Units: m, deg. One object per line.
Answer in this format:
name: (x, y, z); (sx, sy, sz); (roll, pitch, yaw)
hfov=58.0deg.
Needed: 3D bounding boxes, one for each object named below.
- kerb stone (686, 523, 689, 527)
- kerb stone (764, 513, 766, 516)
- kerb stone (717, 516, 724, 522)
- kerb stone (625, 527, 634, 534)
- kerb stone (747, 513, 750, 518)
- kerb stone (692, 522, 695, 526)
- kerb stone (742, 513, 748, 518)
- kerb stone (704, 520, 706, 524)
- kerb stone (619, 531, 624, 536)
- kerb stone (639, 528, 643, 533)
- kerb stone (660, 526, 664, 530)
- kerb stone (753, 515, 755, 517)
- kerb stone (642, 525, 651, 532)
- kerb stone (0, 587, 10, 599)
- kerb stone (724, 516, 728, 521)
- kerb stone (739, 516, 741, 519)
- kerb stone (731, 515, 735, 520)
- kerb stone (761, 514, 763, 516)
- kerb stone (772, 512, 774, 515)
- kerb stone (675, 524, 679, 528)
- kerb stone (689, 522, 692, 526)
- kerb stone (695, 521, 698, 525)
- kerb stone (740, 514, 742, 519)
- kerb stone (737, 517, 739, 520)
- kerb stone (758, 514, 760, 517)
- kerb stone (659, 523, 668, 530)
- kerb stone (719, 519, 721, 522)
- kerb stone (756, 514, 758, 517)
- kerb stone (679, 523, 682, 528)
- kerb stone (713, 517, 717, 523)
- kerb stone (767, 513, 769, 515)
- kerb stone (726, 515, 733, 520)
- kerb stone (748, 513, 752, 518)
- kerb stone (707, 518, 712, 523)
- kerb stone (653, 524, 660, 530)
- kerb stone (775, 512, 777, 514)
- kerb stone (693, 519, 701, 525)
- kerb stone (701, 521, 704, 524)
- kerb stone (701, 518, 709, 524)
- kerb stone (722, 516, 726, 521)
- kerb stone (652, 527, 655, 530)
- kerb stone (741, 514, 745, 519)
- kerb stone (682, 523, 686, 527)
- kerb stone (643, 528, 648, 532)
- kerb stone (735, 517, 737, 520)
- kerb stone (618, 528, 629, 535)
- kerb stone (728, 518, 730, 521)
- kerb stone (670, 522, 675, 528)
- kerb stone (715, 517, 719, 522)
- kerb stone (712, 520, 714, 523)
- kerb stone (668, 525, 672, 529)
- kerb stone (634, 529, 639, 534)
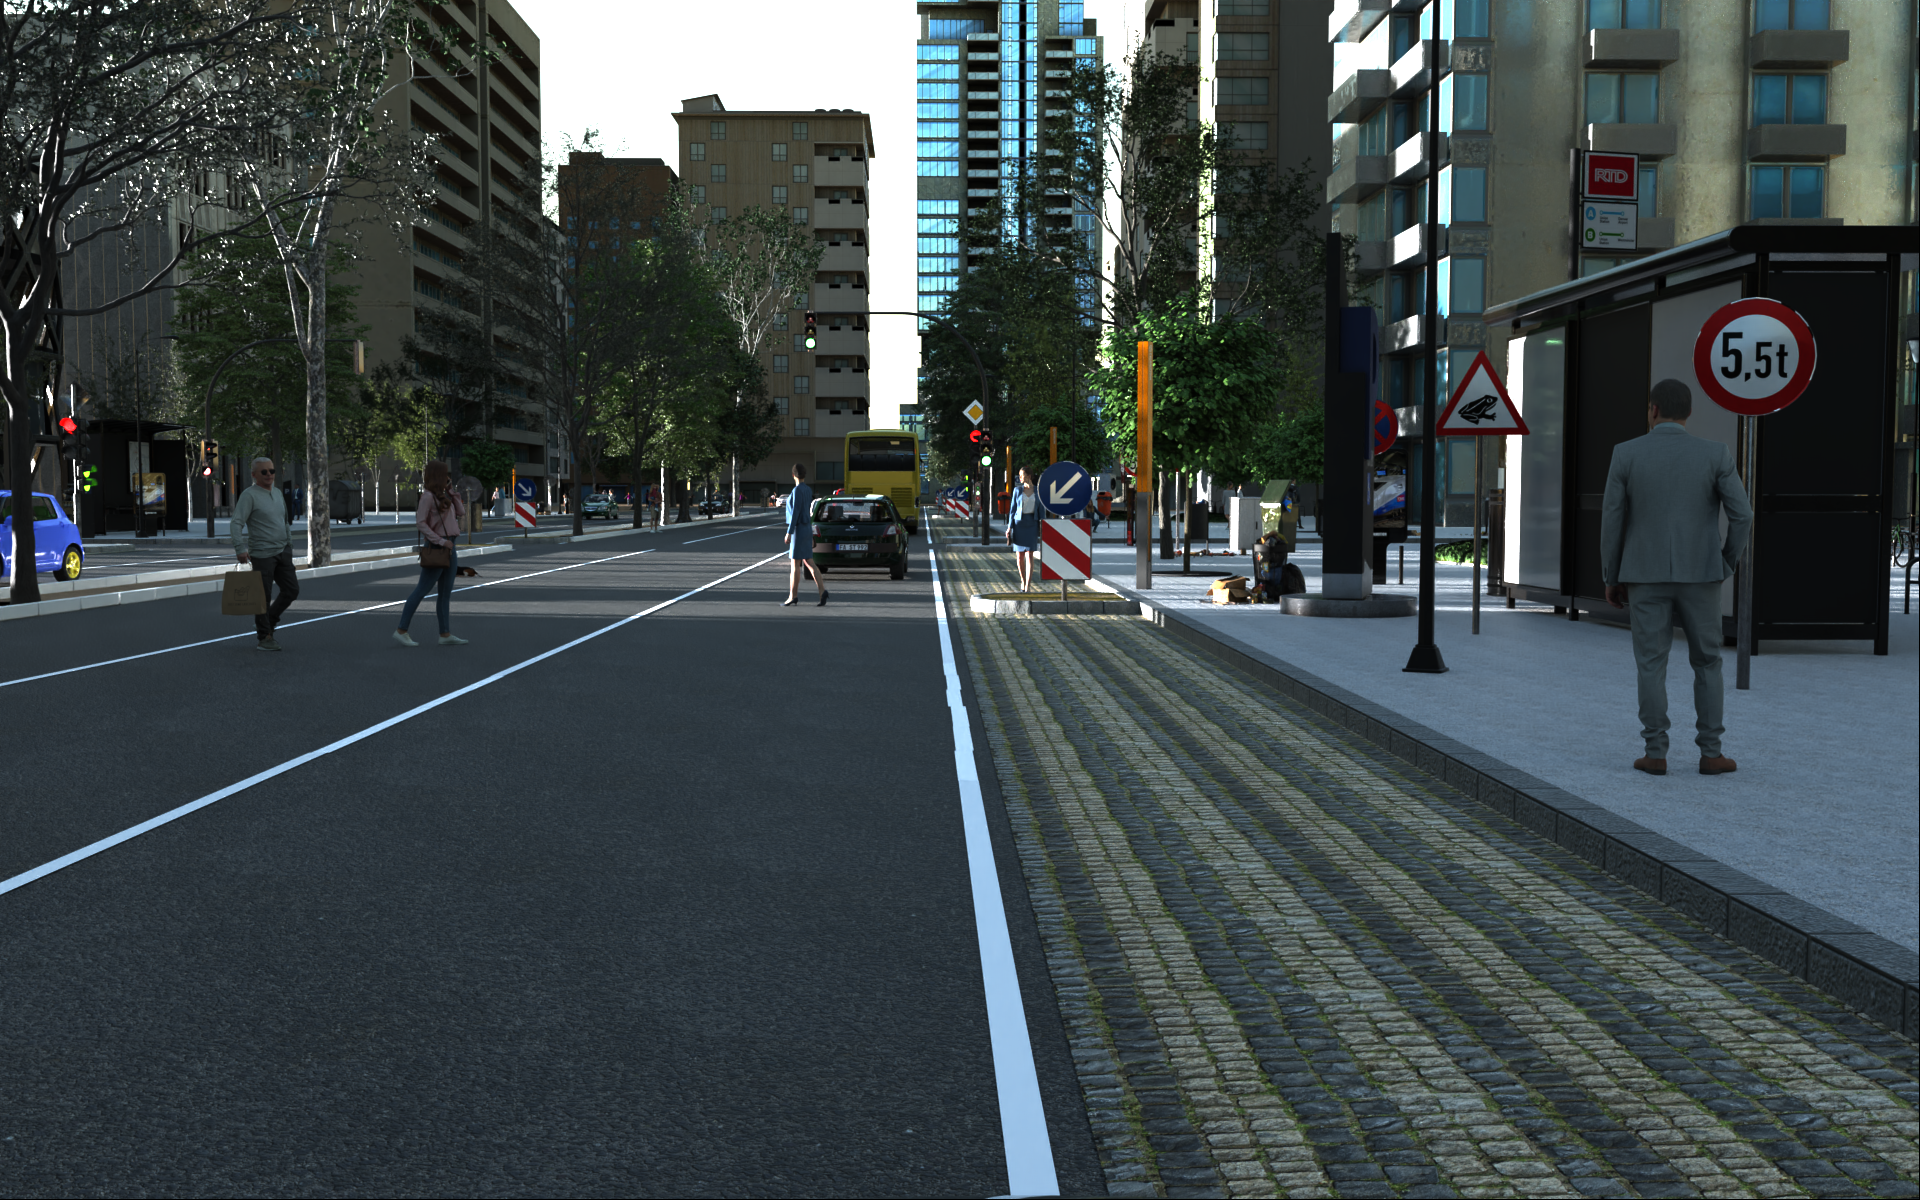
kerb stone: (-12.115, -3.275, 75.791); (0.120, 0.150, 1.000); (0, 4, -1)
kerb stone: (-12.915, -5.531, 112.681); (0.120, 0.150, 1.000); (0, 4, -1)
kerb stone: (-12.404, -4.090, 89.094); (0.120, 0.150, 1.000); (0, 4, -1)
kerb stone: (-11.796, -2.400, 61.431); (0.120, 0.150, 1.000); (0, 4, -1)
kerb stone: (-12.694, -4.907, 102.432); (0.120, 0.150, 1.000); (0, 4, -1)
kerb stone: (-12.148, -3.400, 77.837); (0.120, 0.150, 1.000); (0, 4, -1)
kerb stone: (-12.665, -4.844, 101.401); (0.120, 0.150, 1.000); (0, 4, -1)
kerb stone: (-12.250, -3.649, 81.938); (0.120, 0.150, 1.000); (0, 4, -1)
kerb stone: (-11.763, -2.274, 59.378); (0.120, 0.150, 1.000); (0, 4, -1)
kerb stone: (-11.839, -2.525, 63.478); (0.120, 0.150, 1.000); (0, 4, -1)
kerb stone: (-11.957, -2.839, 68.611); (0.120, 0.150, 1.000); (0, 4, -1)
kerb stone: (-12.758, -5.087, 105.508); (0.120, 0.150, 1.000); (0, 4, -1)
kerb stone: (-11.894, -2.648, 65.525); (0.120, 0.150, 1.000); (0, 4, -1)
kerb stone: (-13.080, -0.108, 23.968); (0.120, 0.150, 1.000); (0, 4, -1)
kerb stone: (-12.441, -4.214, 91.143); (0.120, 0.150, 1.000); (0, 4, -1)
kerb stone: (-12.576, -4.593, 97.293); (0.120, 0.150, 1.000); (0, 4, -1)
kerb stone: (-12.519, -4.405, 94.216); (0.120, 0.150, 1.000); (0, 4, -1)
kerb stone: (-12.870, -5.409, 110.624); (0.120, 0.150, 1.000); (0, 4, -1)
kerb stone: (-13.043, -5.910, 118.831); (0.120, 0.150, 1.000); (0, 4, -1)
kerb stone: (-12.047, -3.090, 72.712); (0.120, 0.150, 1.000); (0, 4, -1)
kerb stone: (-12.142, -3.341, 76.814); (0.120, 0.150, 1.000); (0, 4, -1)
kerb stone: (-12.176, -3.465, 78.863); (0.120, 0.150, 1.000); (0, 4, -1)
kerb stone: (-12.603, -4.656, 98.321); (0.120, 0.150, 1.000); (0, 4, -1)
kerb stone: (-12.549, -4.530, 96.265); (0.120, 0.150, 1.000); (0, 4, -1)
kerb stone: (-12.830, -5.282, 108.580); (0.120, 0.150, 1.000); (0, 4, -1)
kerb stone: (-11.975, -2.902, 69.641); (0.120, 0.150, 1.000); (0, 4, -1)
kerb stone: (-12.378, -4.029, 88.072); (0.120, 0.150, 1.000); (0, 4, -1)
kerb stone: (-12.805, -5.219, 107.558); (0.120, 0.150, 1.000); (0, 4, -1)
kerb stone: (-12.058, -3.148, 73.737); (0.120, 0.150, 1.000); (0, 4, -1)
kerb stone: (-12.327, -3.904, 86.026); (0.120, 0.150, 1.000); (0, 4, -1)
kerb stone: (-12.953, -5.660, 114.737); (0.120, 0.150, 1.000); (0, 4, -1)
kerb stone: (-12.492, -4.342, 93.192); (0.120, 0.150, 1.000); (0, 4, -1)
kerb stone: (-12.713, -4.968, 103.454); (0.120, 0.150, 1.000); (0, 4, -1)
kerb stone: (-12.292, -3.779, 83.982); (0.120, 0.150, 1.000); (0, 4, -1)
kerb stone: (-11.935, -2.771, 67.581); (0.120, 0.150, 1.000); (0, 4, -1)
kerb stone: (-13.084, -6.034, 120.875); (0.120, 0.150, 1.000); (0, 4, -1)
kerb stone: (-12.198, -3.528, 79.889); (0.120, 0.150, 1.000); (0, 4, -1)
kerb stone: (-12.221, -3.591, 80.911); (0.120, 0.150, 1.000); (0, 4, -1)
kerb stone: (-12.270, -3.716, 82.960); (0.120, 0.150, 1.000); (0, 4, -1)
kerb stone: (-12.427, -4.153, 90.117); (0.120, 0.150, 1.000); (0, 4, -1)
kerb stone: (-11.910, -2.713, 66.555); (0.120, 0.150, 1.000); (0, 4, -1)
kerb stone: (-12.617, -4.716, 99.354); (0.120, 0.150, 1.000); (0, 4, -1)
kerb stone: (-12.081, -3.215, 74.767); (0.120, 0.150, 1.000); (0, 4, -1)
kerb stone: (-11.871, -2.582, 64.502); (0.120, 0.150, 1.000); (0, 4, -1)
kerb stone: (-12.537, -4.466, 95.238); (0.120, 0.150, 1.000); (0, 4, -1)
kerb stone: (-11.780, -2.335, 60.407); (0.120, 0.150, 1.000); (0, 4, -1)
kerb stone: (-12.464, -4.280, 92.170); (0.120, 0.150, 1.000); (0, 4, -1)
kerb stone: (-12.021, -3.024, 71.690); (0.120, 0.150, 1.000); (0, 4, -1)
kerb stone: (-12.359, -3.966, 87.050); (0.120, 0.150, 1.000); (0, 4, -1)
kerb stone: (-12.312, -3.838, 85.004); (0.120, 0.150, 1.000); (0, 4, -1)
kerb stone: (-12.006, -2.965, 70.668); (0.120, 0.150, 1.000); (0, 4, -1)
kerb stone: (-11.816, -2.461, 62.453); (0.120, 0.150, 1.000); (0, 4, -1)
